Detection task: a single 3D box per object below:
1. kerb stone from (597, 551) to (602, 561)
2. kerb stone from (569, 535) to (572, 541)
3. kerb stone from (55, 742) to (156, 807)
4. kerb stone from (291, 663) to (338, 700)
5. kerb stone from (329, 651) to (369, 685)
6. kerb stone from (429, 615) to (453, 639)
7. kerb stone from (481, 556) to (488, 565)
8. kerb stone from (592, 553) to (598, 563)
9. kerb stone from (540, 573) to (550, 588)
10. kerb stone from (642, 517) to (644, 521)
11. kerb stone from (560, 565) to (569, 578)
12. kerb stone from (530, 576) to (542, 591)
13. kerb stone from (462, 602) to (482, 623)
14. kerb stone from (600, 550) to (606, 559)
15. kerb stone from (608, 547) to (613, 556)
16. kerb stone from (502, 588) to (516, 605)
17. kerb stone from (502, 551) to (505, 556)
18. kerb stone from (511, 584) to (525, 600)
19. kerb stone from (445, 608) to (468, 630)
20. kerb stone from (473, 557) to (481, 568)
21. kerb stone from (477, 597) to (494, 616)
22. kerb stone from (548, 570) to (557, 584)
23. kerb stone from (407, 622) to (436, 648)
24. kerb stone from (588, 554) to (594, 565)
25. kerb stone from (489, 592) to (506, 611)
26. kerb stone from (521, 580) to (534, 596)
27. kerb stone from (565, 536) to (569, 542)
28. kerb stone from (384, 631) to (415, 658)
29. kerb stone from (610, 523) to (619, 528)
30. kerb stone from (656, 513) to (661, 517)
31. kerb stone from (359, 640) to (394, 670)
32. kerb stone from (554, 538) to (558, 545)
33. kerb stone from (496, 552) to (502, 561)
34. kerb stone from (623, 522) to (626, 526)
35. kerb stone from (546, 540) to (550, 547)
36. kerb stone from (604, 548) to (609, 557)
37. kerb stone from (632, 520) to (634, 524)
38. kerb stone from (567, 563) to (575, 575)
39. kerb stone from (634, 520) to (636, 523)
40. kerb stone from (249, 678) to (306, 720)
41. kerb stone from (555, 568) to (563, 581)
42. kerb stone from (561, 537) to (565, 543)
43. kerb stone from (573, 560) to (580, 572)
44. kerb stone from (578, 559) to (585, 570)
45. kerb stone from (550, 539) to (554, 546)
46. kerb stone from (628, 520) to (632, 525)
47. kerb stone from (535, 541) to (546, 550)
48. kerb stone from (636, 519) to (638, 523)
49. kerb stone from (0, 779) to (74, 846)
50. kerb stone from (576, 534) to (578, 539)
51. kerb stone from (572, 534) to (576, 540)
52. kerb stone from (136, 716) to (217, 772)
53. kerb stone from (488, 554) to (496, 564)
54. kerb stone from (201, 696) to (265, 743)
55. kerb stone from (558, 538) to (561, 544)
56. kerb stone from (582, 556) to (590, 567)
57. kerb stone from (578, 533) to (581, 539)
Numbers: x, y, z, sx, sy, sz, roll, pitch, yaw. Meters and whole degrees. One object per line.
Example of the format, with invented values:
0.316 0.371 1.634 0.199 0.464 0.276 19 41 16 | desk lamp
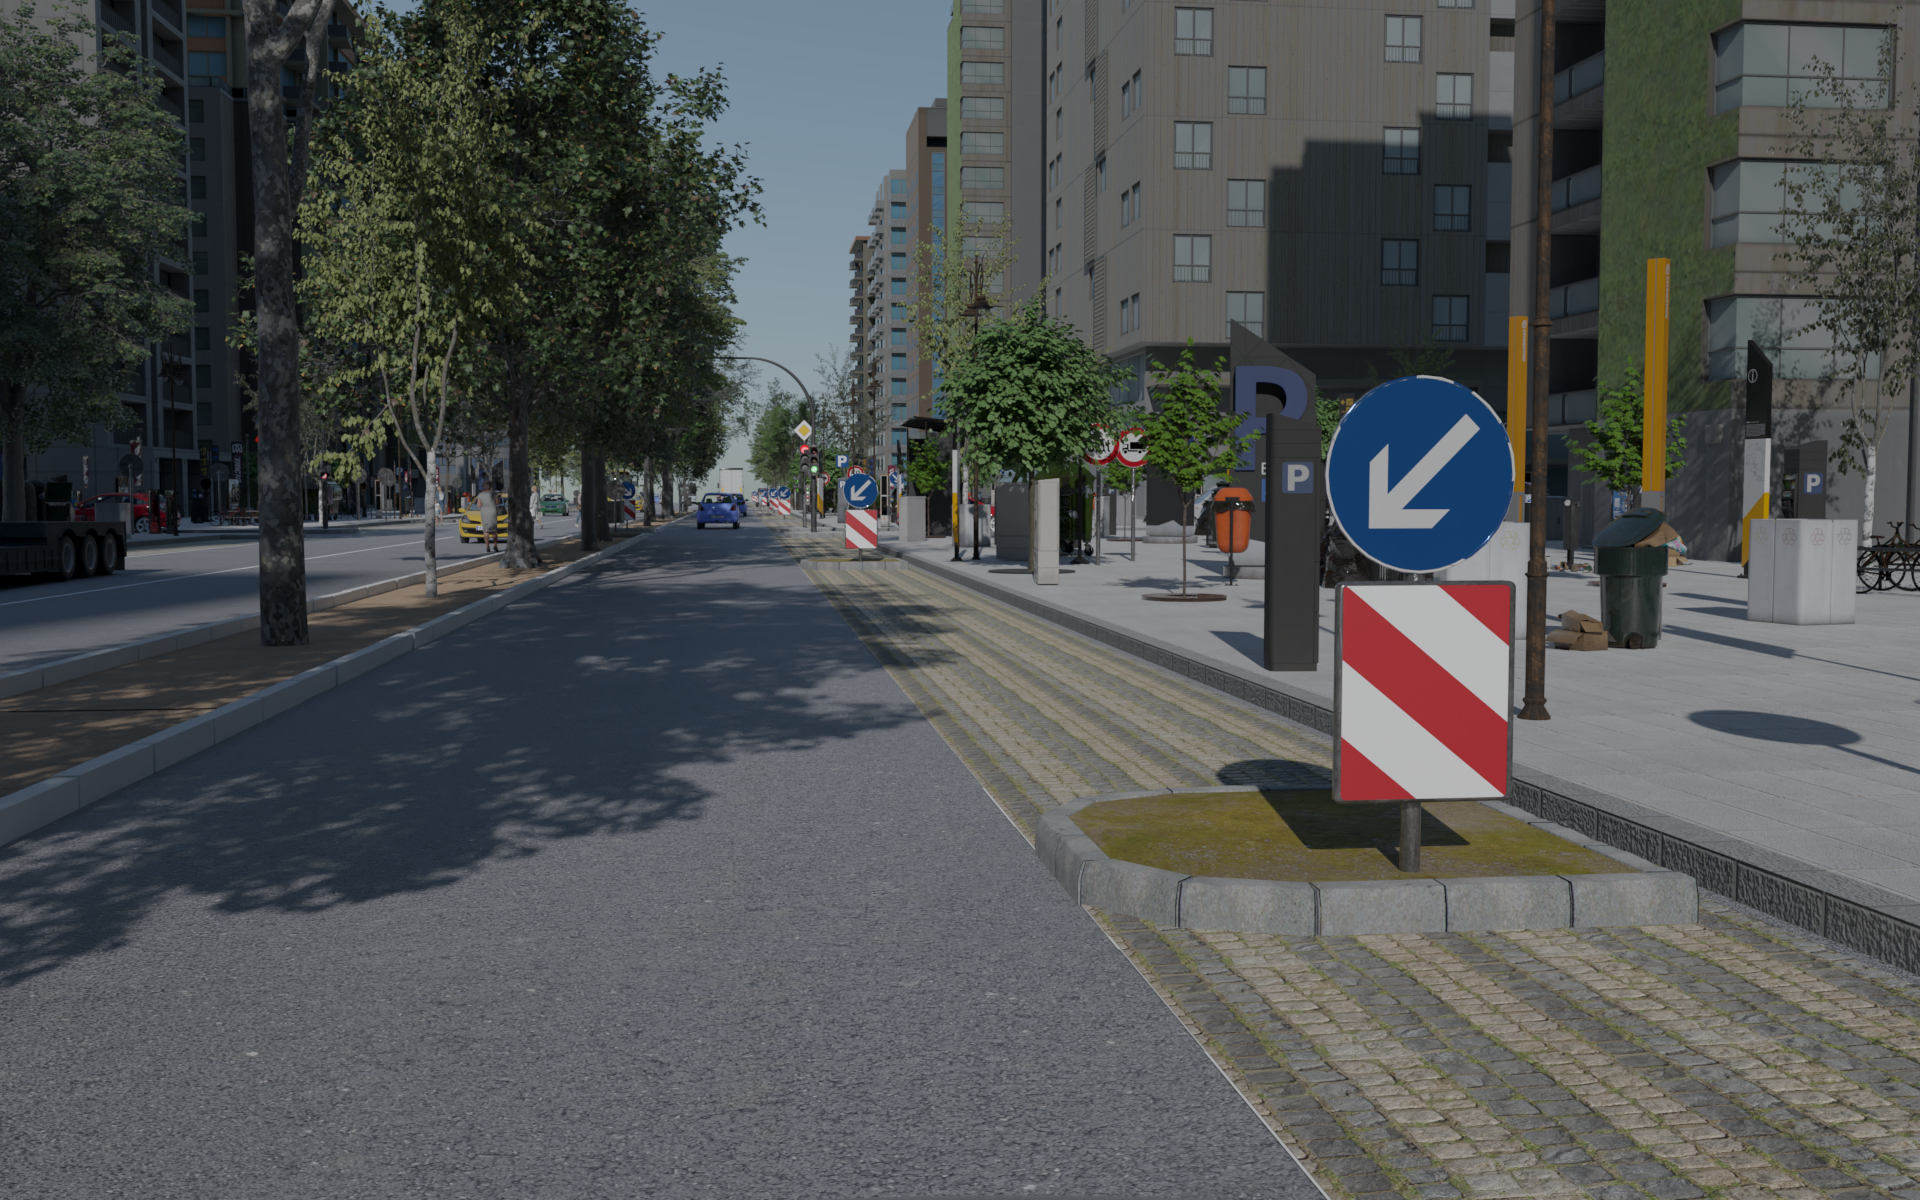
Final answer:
-7.782 -0.897 36.853 0.120 0.150 1.000 0 4 -7 | kerb stone
-11.808 -1.815 51.877 0.120 0.150 1.000 0 4 -7 | kerb stone
-4.137 0.845 8.387 0.120 0.150 1.000 0 4 -7 | kerb stone
-4.663 0.598 12.443 0.120 0.150 1.000 0 4 -7 | kerb stone
-4.782 0.534 13.465 0.120 0.150 1.000 0 4 -7 | kerb stone
-5.297 0.286 17.526 0.120 0.150 1.000 0 4 -7 | kerb stone
-9.610 -0.754 34.602 0.120 0.150 1.000 0 4 -7 | kerb stone
-7.642 -0.830 35.841 0.120 0.150 1.000 0 4 -7 | kerb stone
-6.474 -0.274 26.680 0.120 0.150 1.000 0 4 -7 | kerb stone
-16.661 -4.146 89.986 0.120 0.150 1.000 0 4 -7 | kerb stone
-6.862 -0.457 29.732 0.120 0.150 1.000 0 4 -7 | kerb stone
-6.347 -0.212 25.654 0.120 0.150 1.000 0 4 -7 | kerb stone
-5.567 0.162 19.559 0.120 0.150 1.000 0 4 -7 | kerb stone
-7.901 -0.956 37.885 0.120 0.150 1.000 0 4 -7 | kerb stone
-8.162 -1.082 39.913 0.120 0.150 1.000 0 4 -7 | kerb stone
-5.956 -0.022 22.601 0.120 0.150 1.000 0 4 -7 | kerb stone
-9.989 -0.945 37.654 0.120 0.150 1.000 0 4 -7 | kerb stone
-6.085 -0.087 23.616 0.120 0.150 1.000 0 4 -7 | kerb stone
-5.431 0.224 18.540 0.120 0.150 1.000 0 4 -7 | kerb stone
-9.471 -0.697 33.589 0.120 0.150 1.000 0 4 -7 | kerb stone
-5.695 0.099 20.573 0.120 0.150 1.000 0 4 -7 | kerb stone
-6.606 -0.336 27.693 0.120 0.150 1.000 0 4 -7 | kerb stone
-5.170 0.349 16.512 0.120 0.150 1.000 0 4 -7 | kerb stone
-7.517 -0.772 34.821 0.120 0.150 1.000 0 4 -7 | kerb stone
-5.819 0.037 21.587 0.120 0.150 1.000 0 4 -7 | kerb stone
-6.214 -0.149 24.632 0.120 0.150 1.000 0 4 -7 | kerb stone
-11.676 -1.742 50.861 0.120 0.150 1.000 0 4 -7 | kerb stone
-5.056 0.415 15.494 0.120 0.150 1.000 0 4 -7 | kerb stone
-14.334 -3.022 71.688 0.120 0.150 1.000 0 4 -7 | kerb stone
-19.656 -5.579 113.415 0.120 0.150 1.000 0 4 -7 | kerb stone
-4.916 0.477 14.481 0.120 0.150 1.000 0 4 -7 | kerb stone
-11.291 -1.567 47.815 0.120 0.150 1.000 0 4 -7 | kerb stone
-9.863 -0.883 36.634 0.120 0.150 1.000 0 4 -7 | kerb stone
-14.979 -3.335 76.762 0.120 0.150 1.000 0 4 -7 | kerb stone
-11.033 -1.442 45.785 0.120 0.150 1.000 0 4 -7 | kerb stone
-8.033 -1.016 38.899 0.120 0.150 1.000 0 4 -7 | kerb stone
-15.629 -3.648 81.844 0.120 0.150 1.000 0 4 -7 | kerb stone
-6.992 -0.523 30.752 0.120 0.150 1.000 0 4 -7 | kerb stone
-15.888 -3.772 83.871 0.120 0.150 1.000 0 4 -7 | kerb stone
-4.525 0.660 11.430 0.120 0.150 1.000 0 4 -7 | kerb stone
-6.733 -0.398 28.711 0.120 0.150 1.000 0 4 -7 | kerb stone
-11.548 -1.689 49.846 0.120 0.150 1.000 0 4 -7 | kerb stone
-7.124 -0.585 31.765 0.120 0.150 1.000 0 4 -7 | kerb stone
-7.252 -0.643 32.788 0.120 0.150 1.000 0 4 -7 | kerb stone
-11.153 -1.505 46.802 0.120 0.150 1.000 0 4 -7 | kerb stone
-15.500 -3.580 80.830 0.120 0.150 1.000 0 4 -7 | kerb stone
-10.894 -1.381 44.770 0.120 0.150 1.000 0 4 -7 | kerb stone
-16.019 -3.835 84.892 0.120 0.150 1.000 0 4 -7 | kerb stone
-4.005 0.912 7.373 0.120 0.150 1.000 0 4 -7 | kerb stone
-12.066 -1.940 53.907 0.120 0.150 1.000 0 4 -7 | kerb stone
-11.927 -1.877 52.892 0.120 0.150 1.000 0 4 -7 | kerb stone
-4.264 0.782 9.402 0.120 0.150 1.000 0 4 -7 | kerb stone
-9.735 -0.821 35.617 0.120 0.150 1.000 0 4 -7 | kerb stone
-4.394 0.724 10.416 0.120 0.150 1.000 0 4 -7 | kerb stone
-11.421 -1.628 48.829 0.120 0.150 1.000 0 4 -7 | kerb stone
-7.381 -0.709 33.802 0.120 0.150 1.000 0 4 -7 | kerb stone
-12.192 -2.000 54.922 0.120 0.150 1.000 0 4 -7 | kerb stone
